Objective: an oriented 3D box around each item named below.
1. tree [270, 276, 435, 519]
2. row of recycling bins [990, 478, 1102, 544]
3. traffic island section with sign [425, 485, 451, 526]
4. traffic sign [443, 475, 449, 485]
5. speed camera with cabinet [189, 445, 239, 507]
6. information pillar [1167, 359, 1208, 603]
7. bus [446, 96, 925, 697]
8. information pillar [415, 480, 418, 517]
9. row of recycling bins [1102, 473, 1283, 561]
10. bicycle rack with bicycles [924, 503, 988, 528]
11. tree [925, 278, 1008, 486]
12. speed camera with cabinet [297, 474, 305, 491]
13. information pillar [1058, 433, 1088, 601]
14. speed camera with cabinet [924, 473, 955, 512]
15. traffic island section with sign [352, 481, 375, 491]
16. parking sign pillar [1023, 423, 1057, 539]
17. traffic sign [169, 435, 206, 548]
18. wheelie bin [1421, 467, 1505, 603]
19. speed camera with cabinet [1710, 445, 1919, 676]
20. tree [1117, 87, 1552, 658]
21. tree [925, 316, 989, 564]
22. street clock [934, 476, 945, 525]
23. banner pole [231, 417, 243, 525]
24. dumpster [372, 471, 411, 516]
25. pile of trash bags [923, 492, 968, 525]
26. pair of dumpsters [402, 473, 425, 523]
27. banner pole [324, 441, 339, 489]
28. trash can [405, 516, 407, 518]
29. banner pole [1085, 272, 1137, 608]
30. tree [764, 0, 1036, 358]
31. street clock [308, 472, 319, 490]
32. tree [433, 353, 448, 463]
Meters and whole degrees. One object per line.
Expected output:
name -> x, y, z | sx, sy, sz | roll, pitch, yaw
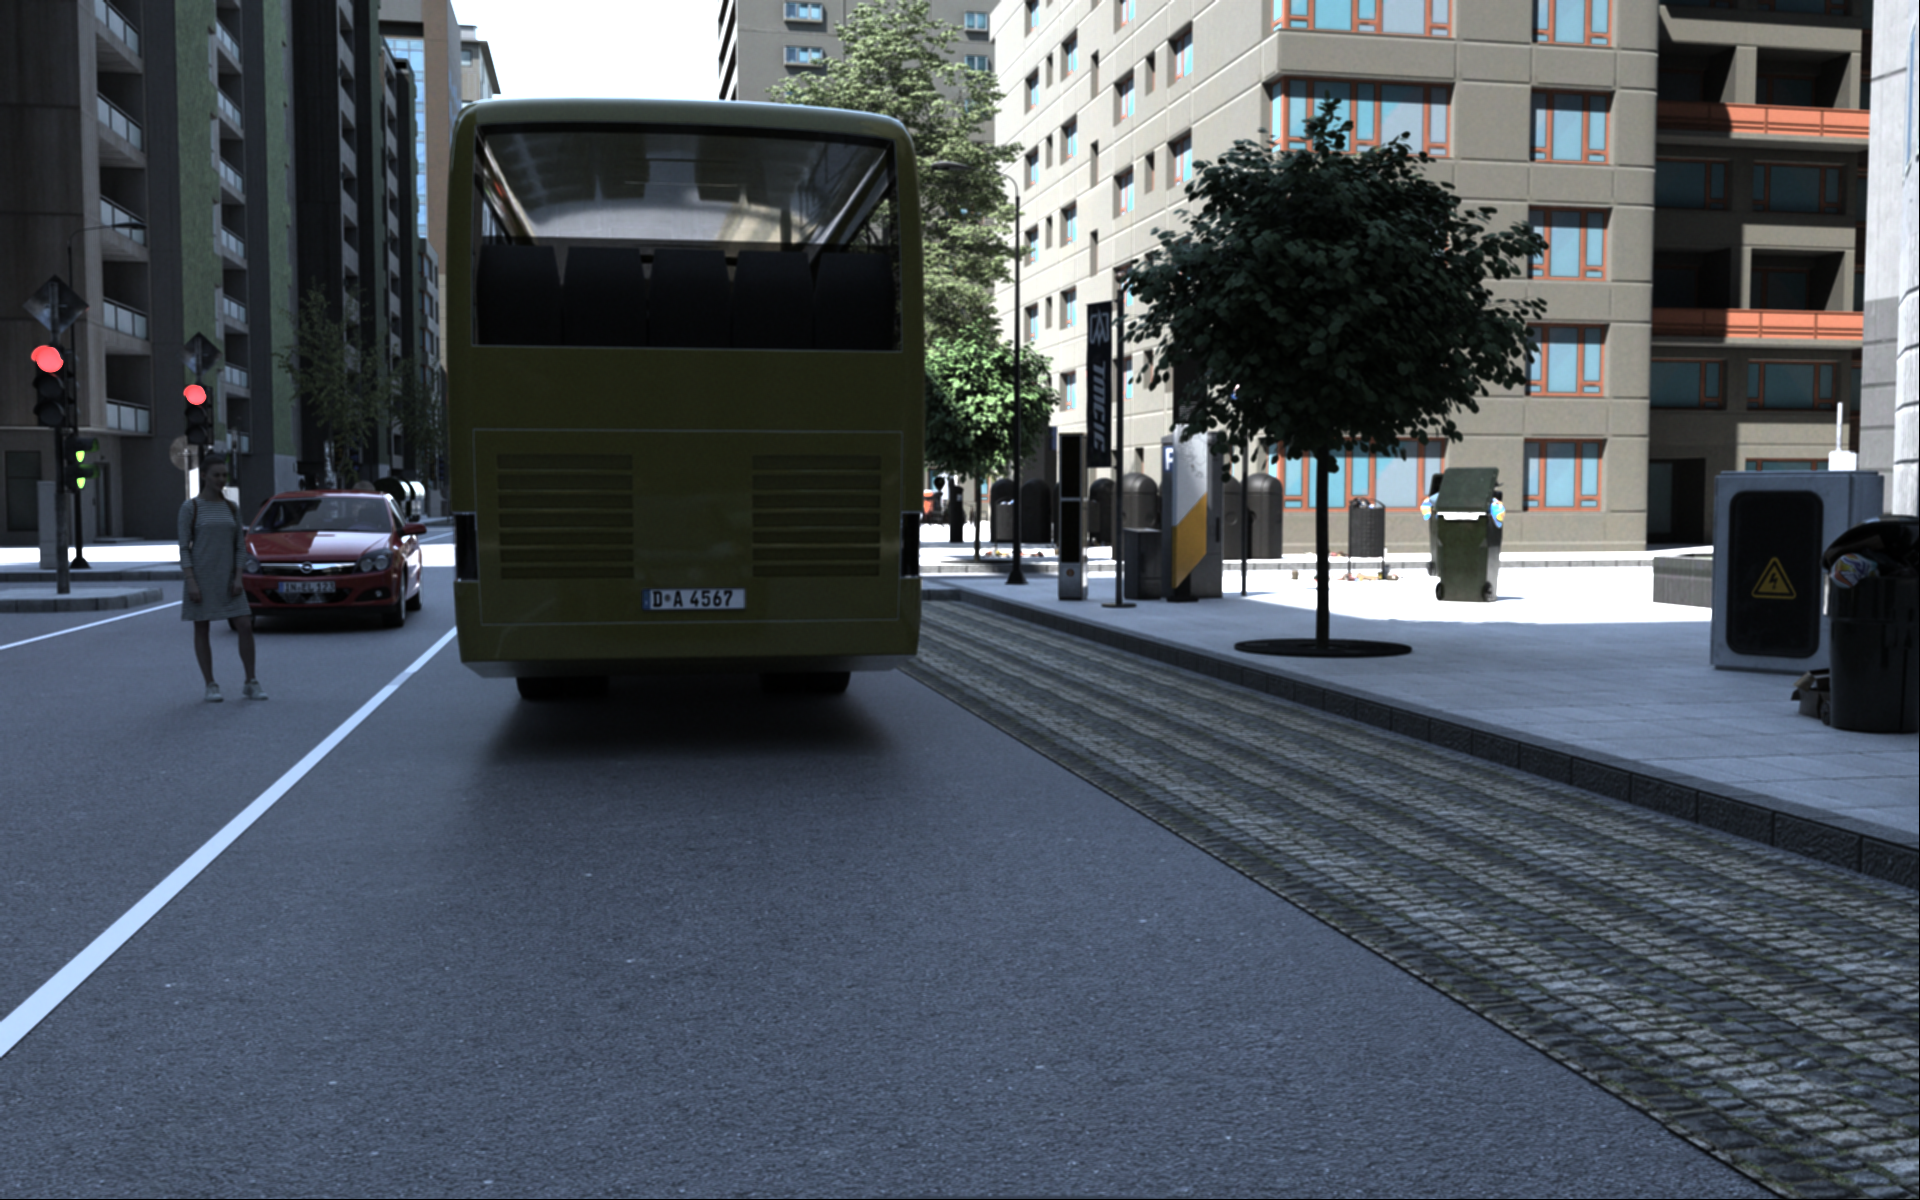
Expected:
tree -> -21.277, -6.671, 59.427 | 4.737, 8.622, 4.395 | 0, 3, 0
row of recycling bins -> 2.453, -2.331, 45.223 | 3.534, 1.692, 1.069 | 1, 4, 20
traffic island section with sign -> -22.906, -4.221, 77.645 | 1.989, 1.847, 2.006 | -1, 4, -12
traffic sign -> -30.453, -6.330, 103.504 | 0.884, 2.594, 0.081 | 0, 4, -6
speed camera with cabinet -> -18.043, -2.905, 41.836 | 0.660, 3.252, 2.038 | 0, 4, -5
information pillar -> 2.721, -1.787, 20.575 | 0.504, 3.616, 0.183 | -2, 4, -33
bus -> -2.465, -1.444, 15.162 | 2.896, 3.916, 12.252 | -1, 4, -10
information pillar -> -29.236, -5.421, 93.123 | 0.304, 2.012, 0.304 | 1, 4, 18
row of recycling bins -> 4.657, -1.622, 33.632 | 3.534, 1.692, 1.069 | -1, 4, -19
bicycle rack with bicycles -> -0.142, -3.229, 66.179 | 2.852, 0.926, 2.925 | -1, 4, -15
tree -> -0.039, -6.557, 57.562 | 4.737, 8.622, 4.395 | 0, 3, 0
speed camera with cabinet -> -30.572, -5.177, 78.977 | 0.660, 3.252, 2.038 | 0, 4, 3
information pillar -> 1.371, -1.006, 20.940 | 0.304, 2.012, 0.304 | 1, 4, 18
speed camera with cabinet -> -0.961, -5.043, 76.796 | 0.660, 3.252, 2.038 | 2, 4, 32
traffic island section with sign -> -17.327, -2.553, 50.363 | 1.989, 1.847, 2.006 | -1, 4, -12
parking sign pillar -> 2.299, -3.766, 50.039 | 1.447, 3.967, 1.447 | -2, 4, -27
traffic sign -> -16.625, -2.275, 37.299 | 0.768, 2.556, 0.104 | 0, 4, -4
wheelie bin -> 6.067, -0.782, 20.686 | 0.980, 1.594, 0.693 | 3, 4, 36
speed camera with cabinet -> 6.365, -1.082, 12.019 | 0.660, 3.252, 2.038 | -3, 5, -43
tree -> 2.955, -1.866, 14.231 | 4.285, 4.588, 4.351 | 0, 3, 0
tree -> 0.259, -2.964, 32.168 | 4.285, 4.588, 4.351 | 0, 3, 0
street clock -> -0.842, -4.073, 71.168 | 0.471, 2.002, 0.358 | 0, 4, 3
banner pole -> -23.654, -4.077, 56.683 | 0.401, 3.779, 0.863 | -3, 5, -45
dumpster -> -24.003, -4.304, 72.856 | 1.502, 2.255, 1.985 | -1, 4, -11
pile of trash bags -> -0.884, -3.913, 73.728 | 1.912, 1.369, 3.447 | 1, 4, 16
pair of dumpsters -> -25.066, -4.610, 77.864 | 1.574, 2.255, 4.437 | -1, 4, -12
banner pole -> -25.971, -5.000, 71.767 | 0.401, 3.779, 0.863 | 2, 4, 34
trash can -> -28.408, -4.670, 88.003 | 0.748, 1.137, 0.748 | 0, 3, 0
banner pole -> 1.687, -1.822, 19.811 | 0.401, 3.779, 0.863 | -2, 4, -32
tree -> -1.811, -7.448, 39.902 | 7.486, 12.596, 7.792 | 0, 3, 0
street clock -> -20.875, -3.145, 55.997 | 0.358, 2.002, 0.471 | 0, 4, -5
tree -> -27.393, -8.442, 88.385 | 4.737, 8.622, 4.395 | 0, 3, 0
